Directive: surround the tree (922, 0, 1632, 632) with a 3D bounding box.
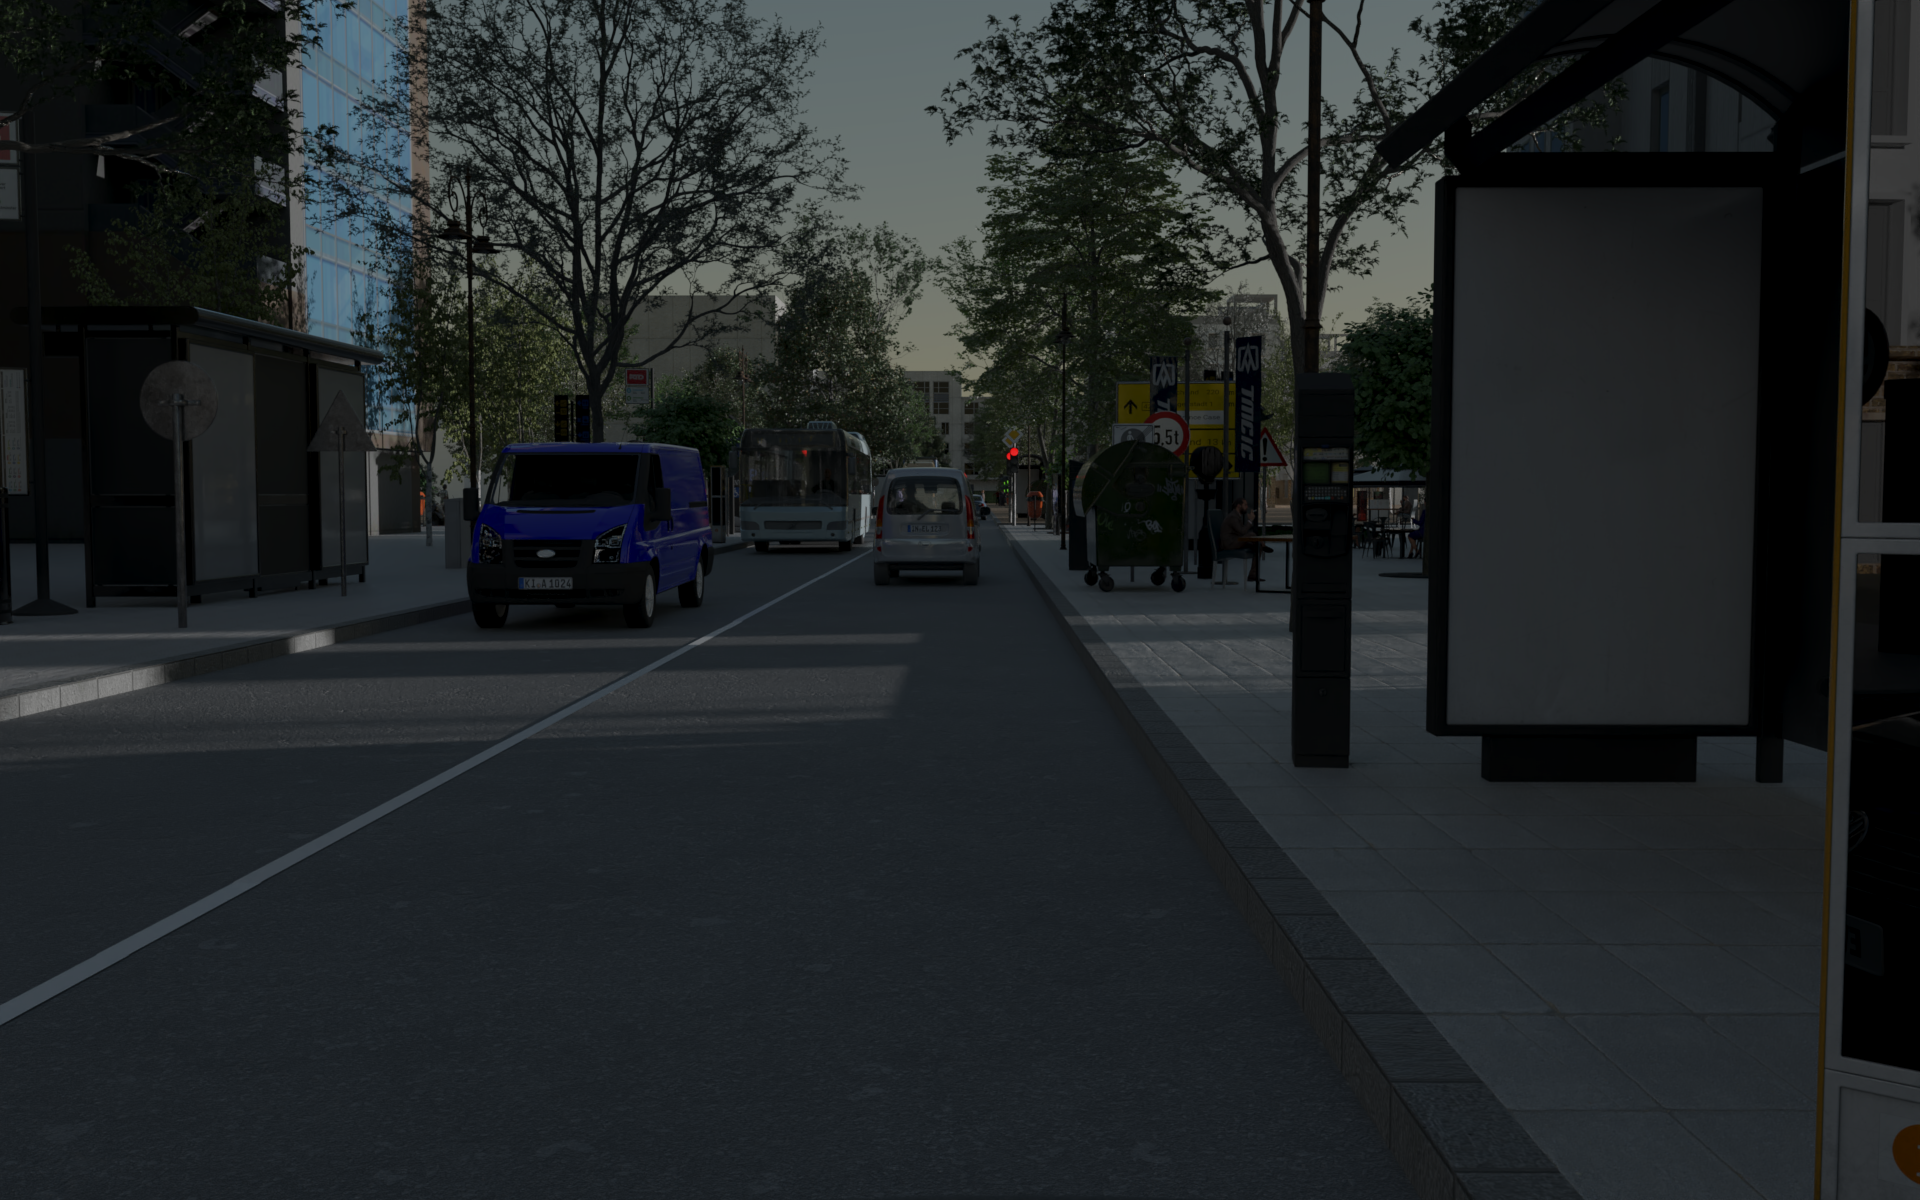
[{"bbox_3d":[3.429,-4.994,16.059,8.767,10.594,7.601,3,4,37],"label":"tree"}]

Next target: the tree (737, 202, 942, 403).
[{"bbox_3d":[-7.869,-15.729,113.065,12.611,20.169,13.585,0,3,0],"label":"tree"}]

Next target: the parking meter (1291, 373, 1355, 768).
[{"bbox_3d":[1.715,-0.152,8.200,0.255,1.863,0.399,1,4,8],"label":"parking meter"}]

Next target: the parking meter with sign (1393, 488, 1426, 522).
[{"bbox_3d":[20.823,-5.123,80.029,1.738,3.016,0.543,-1,4,-12],"label":"parking meter with sign"}]

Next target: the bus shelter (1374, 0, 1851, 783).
[{"bbox_3d":[2.870,-0.688,5.167,2.014,3.302,5.546,0,4,0],"label":"bus shelter"}]

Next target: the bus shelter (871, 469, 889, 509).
[{"bbox_3d":[-6.302,-8.832,138.322,2.014,3.302,5.546,0,4,1],"label":"bus shelter"}]

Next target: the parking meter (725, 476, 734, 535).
[{"bbox_3d":[-7.319,-3.019,55.073,0.255,1.863,0.399,-1,4,-11],"label":"parking meter"}]

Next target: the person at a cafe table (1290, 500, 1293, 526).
[{"bbox_3d":[12.119,-3.108,59.323,1.622,1.524,1.698,3,4,37],"label":"person at a cafe table"}]

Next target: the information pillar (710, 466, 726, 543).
[{"bbox_3d":[-6.306,-2.489,45.184,0.304,2.012,0.304,1,4,12],"label":"information pillar"}]

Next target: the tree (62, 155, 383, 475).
[{"bbox_3d":[-14.841,-5.119,34.057,4.737,8.622,4.395,0,3,0],"label":"tree"}]

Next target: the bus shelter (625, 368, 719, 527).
[{"bbox_3d":[-9.548,-4.908,57.875,2.179,5.291,8.768,0,4,0],"label":"bus shelter"}]

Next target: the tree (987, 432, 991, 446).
[{"bbox_3d":[4.277,-11.301,135.129,4.360,8.622,3.978,0,3,0],"label":"tree"}]

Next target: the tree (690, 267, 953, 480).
[{"bbox_3d":[-6.416,-10.314,85.649,9.611,12.733,9.660,0,3,0],"label":"tree"}]

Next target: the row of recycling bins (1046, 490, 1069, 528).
[{"bbox_3d":[4.744,-3.559,65.297,3.534,1.692,1.069,3,5,39],"label":"row of recycling bins"}]

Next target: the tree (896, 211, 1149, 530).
[{"bbox_3d":[3.120,-8.345,62.193,9.928,11.665,9.643,0,3,0],"label":"tree"}]

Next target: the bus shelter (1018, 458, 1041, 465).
[{"bbox_3d":[4.763,-7.488,113.710,1.731,3.624,6.357,0,4,1],"label":"bus shelter"}]

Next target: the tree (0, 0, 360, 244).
[{"bbox_3d":[-6.918,-4.662,10.636,7.601,10.594,8.767,-1,4,-11],"label":"tree"}]

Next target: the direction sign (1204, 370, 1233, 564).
[{"bbox_3d":[4.742,-2.439,31.867,0.379,3.537,0.876,3,5,44],"label":"direction sign"}]

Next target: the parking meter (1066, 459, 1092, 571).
[{"bbox_3d":[2.045,-1.432,29.127,0.399,1.863,0.255,1,4,19],"label":"parking meter"}]

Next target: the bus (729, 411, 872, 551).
[{"bbox_3d":[-3.947,-3.145,46.284,2.948,3.499,13.247,0,4,0],"label":"bus"}]

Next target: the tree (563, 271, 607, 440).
[{"bbox_3d":[-12.519,-5.969,47.953,4.737,8.622,4.395,0,3,0],"label":"tree"}]

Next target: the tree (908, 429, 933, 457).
[{"bbox_3d":[-5.227,-14.127,181.340,4.737,8.622,4.395,0,3,0],"label":"tree"}]

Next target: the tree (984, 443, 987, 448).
[{"bbox_3d":[4.306,-11.727,142.093,4.360,8.622,3.978,0,3,0],"label":"tree"}]

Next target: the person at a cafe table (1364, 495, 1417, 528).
[{"bbox_3d":[16.534,-3.379,66.109,1.726,1.238,1.698,2,4,31],"label":"person at a cafe table"}]

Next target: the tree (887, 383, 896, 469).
[{"bbox_3d":[-5.731,-13.752,150.606,9.928,11.665,9.643,0,3,0],"label":"tree"}]

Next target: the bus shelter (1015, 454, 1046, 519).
[{"bbox_3d":[3.594,-5.888,90.200,2.014,3.302,5.546,0,4,1],"label":"bus shelter"}]

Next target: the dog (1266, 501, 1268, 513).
[{"bbox_3d":[20.139,-6.140,114.773,0.800,0.831,0.513,-3,5,-39],"label":"dog"}]

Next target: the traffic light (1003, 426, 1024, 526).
[{"bbox_3d":[2.167,-4.961,70.038,0.839,4.253,0.868,0,4,1],"label":"traffic light"}]

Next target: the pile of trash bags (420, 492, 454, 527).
[{"bbox_3d":[-20.771,-3.658,69.561,1.912,1.369,3.447,2,4,24],"label":"pile of trash bags"}]

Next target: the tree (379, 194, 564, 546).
[{"bbox_3d":[-13.066,-5.650,42.738,4.737,8.622,4.395,0,3,0],"label":"tree"}]

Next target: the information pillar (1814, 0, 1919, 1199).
[{"bbox_3d":[1.477,0.119,2.539,0.304,2.012,0.304,3,5,42],"label":"information pillar"}]

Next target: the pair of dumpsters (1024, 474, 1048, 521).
[{"bbox_3d":[4.006,-5.046,84.996,1.574,2.255,4.437,0,4,0],"label":"pair of dumpsters"}]

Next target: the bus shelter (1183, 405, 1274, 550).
[{"bbox_3d":[5.217,-2.632,36.963,2.014,3.302,5.546,0,4,1],"label":"bus shelter"}]

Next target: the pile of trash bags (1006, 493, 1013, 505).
[{"bbox_3d":[5.200,-7.468,131.855,3.447,1.369,1.912,0,4,1],"label":"pile of trash bags"}]

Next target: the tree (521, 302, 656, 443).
[{"bbox_3d":[-14.050,-7.015,65.063,4.360,8.622,3.978,0,3,0],"label":"tree"}]

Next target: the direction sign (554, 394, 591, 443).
[{"bbox_3d":[-8.834,-2.907,39.533,0.876,3.537,0.379,1,4,13],"label":"direction sign"}]

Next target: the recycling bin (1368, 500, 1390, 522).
[{"bbox_3d":[19.315,-4.116,79.857,0.722,1.027,0.722,-2,4,-23],"label":"recycling bin"}]

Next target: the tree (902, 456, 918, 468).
[{"bbox_3d":[-5.671,-16.116,213.864,4.360,8.622,3.978,0,3,0],"label":"tree"}]

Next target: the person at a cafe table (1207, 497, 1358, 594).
[{"bbox_3d":[4.145,-0.739,22.945,1.726,1.238,1.698,2,4,32],"label":"person at a cafe table"}]

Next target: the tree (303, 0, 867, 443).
[{"bbox_3d":[-6.873,-7.482,32.695,12.009,13.543,11.850,0,3,0],"label":"tree"}]

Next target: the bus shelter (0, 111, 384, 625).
[{"bbox_3d":[-9.498,-2.640,20.794,2.179,5.291,8.768,0,4,1],"label":"bus shelter"}]

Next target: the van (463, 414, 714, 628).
[{"bbox_3d":[-4.223,-0.973,20.286,2.240,2.365,5.245,0,4,0],"label":"van"}]

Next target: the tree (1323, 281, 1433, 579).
[{"bbox_3d":[7.190,-2.636,26.807,4.285,4.588,4.351,0,3,0],"label":"tree"}]

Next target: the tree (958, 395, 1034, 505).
[{"bbox_3d":[4.801,-18.159,207.261,12.009,13.543,11.850,0,3,0],"label":"tree"}]

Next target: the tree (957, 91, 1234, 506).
[{"bbox_3d":[3.665,-7.958,48.236,7.486,12.596,7.792,0,3,0],"label":"tree"}]

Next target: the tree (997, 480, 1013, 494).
[{"bbox_3d":[5.130,-12.460,198.318,1.663,3.219,1.824,0,3,0],"label":"tree"}]

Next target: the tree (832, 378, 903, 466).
[{"bbox_3d":[-6.497,-9.178,100.426,4.737,8.622,4.395,0,3,0],"label":"tree"}]

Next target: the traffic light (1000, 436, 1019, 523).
[{"bbox_3d":[2.244,-5.450,78.022,0.839,4.253,0.868,0,4,1],"label":"traffic light"}]

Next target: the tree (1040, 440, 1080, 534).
[{"bbox_3d":[3.313,-3.751,55.933,1.663,3.219,1.824,0,3,0],"label":"tree"}]

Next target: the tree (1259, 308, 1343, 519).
[{"bbox_3d":[12.725,-7.046,65.572,4.737,8.622,4.395,0,3,0],"label":"tree"}]

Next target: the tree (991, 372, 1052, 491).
[{"bbox_3d":[4.048,-9.342,103.100,4.360,8.622,3.978,0,3,0],"label":"tree"}]

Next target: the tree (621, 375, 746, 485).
[{"bbox_3d":[-7.639,-3.936,48.063,4.285,4.588,4.351,0,3,0],"label":"tree"}]

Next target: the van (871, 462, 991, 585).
[{"bbox_3d":[-0.501,-1.318,28.563,2.013,2.044,4.112,0,4,1],"label":"van"}]

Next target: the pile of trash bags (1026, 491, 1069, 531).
[{"bbox_3d":[3.981,-3.051,59.629,3.447,1.369,1.912,0,4,2],"label":"pile of trash bags"}]

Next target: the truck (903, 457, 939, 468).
[{"bbox_3d":[-2.998,-8.774,132.369,2.839,4.237,11.283,0,4,1],"label":"truck"}]
